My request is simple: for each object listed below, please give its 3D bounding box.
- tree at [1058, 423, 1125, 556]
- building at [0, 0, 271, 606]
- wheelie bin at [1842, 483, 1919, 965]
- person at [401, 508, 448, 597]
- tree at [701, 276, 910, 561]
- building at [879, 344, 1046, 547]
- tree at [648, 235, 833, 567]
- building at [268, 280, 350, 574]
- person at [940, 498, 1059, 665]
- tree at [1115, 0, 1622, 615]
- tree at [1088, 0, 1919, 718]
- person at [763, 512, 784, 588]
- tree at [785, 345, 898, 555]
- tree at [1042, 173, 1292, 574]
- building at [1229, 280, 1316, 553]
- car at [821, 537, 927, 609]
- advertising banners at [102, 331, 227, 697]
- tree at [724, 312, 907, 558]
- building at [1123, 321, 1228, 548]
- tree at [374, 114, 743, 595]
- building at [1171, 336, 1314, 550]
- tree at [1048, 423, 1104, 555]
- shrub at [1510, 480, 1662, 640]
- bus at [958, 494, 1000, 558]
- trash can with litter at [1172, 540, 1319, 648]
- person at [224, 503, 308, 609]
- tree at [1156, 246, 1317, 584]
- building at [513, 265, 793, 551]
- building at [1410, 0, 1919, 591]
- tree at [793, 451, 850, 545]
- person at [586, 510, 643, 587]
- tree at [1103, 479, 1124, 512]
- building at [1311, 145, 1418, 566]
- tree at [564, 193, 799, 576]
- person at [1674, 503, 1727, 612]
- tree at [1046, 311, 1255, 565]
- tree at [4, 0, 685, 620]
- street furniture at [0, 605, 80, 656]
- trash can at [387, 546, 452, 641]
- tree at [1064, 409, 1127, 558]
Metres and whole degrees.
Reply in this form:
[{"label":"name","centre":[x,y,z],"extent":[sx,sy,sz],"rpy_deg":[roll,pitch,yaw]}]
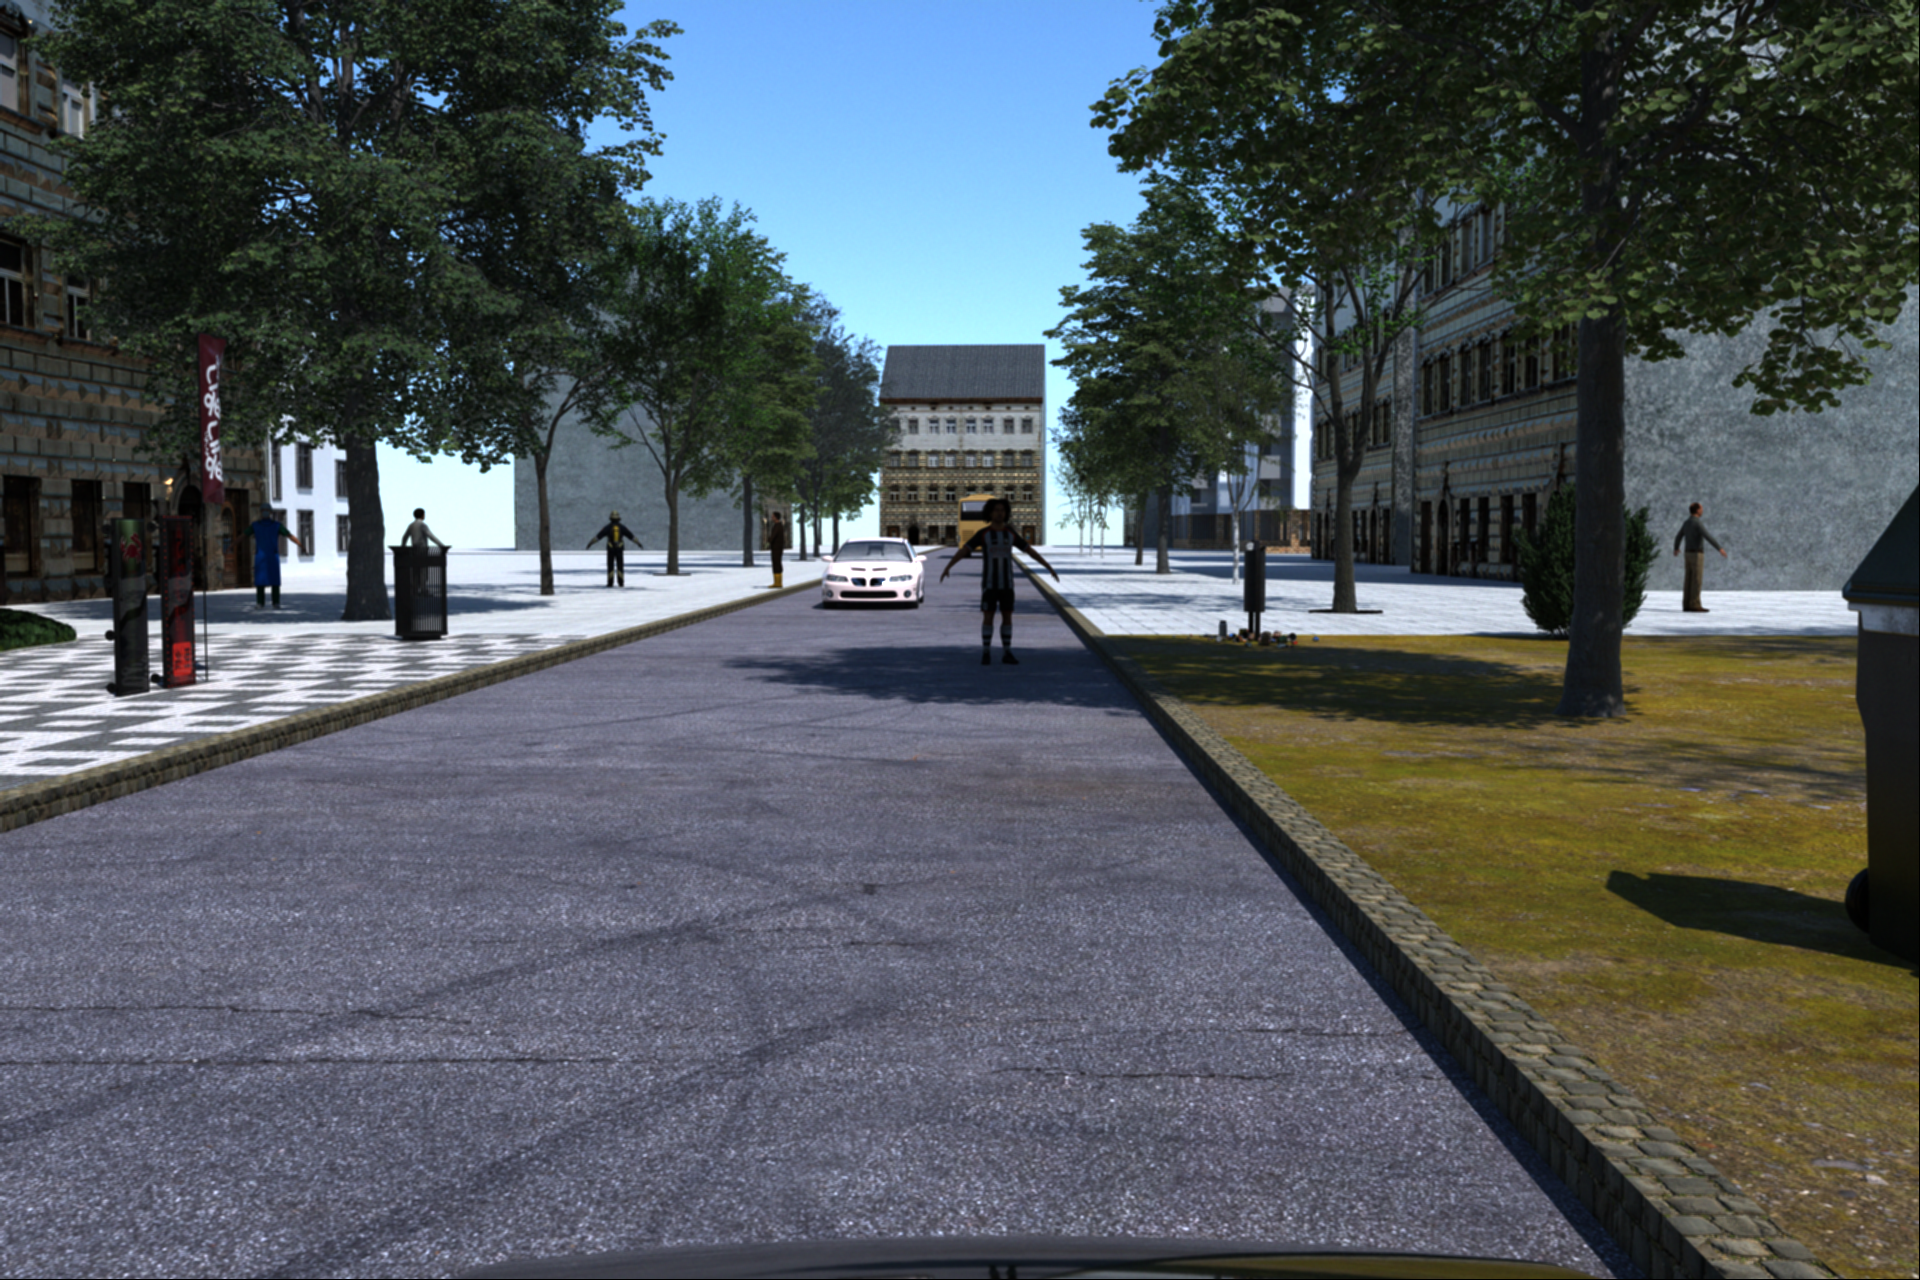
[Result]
[{"label":"tree","centre":[7.800,-9.112,99.344],"extent":[4.737,8.622,4.395],"rpy_deg":[0,3,0]},{"label":"building","centre":[-26.165,-12.317,32.304],"extent":[19.493,23.208,18.063],"rpy_deg":[0,4,2]},{"label":"wheelie bin","centre":[3.118,0.166,5.199],"extent":[0.693,1.594,0.980],"rpy_deg":[0,3,0]},{"label":"person","centre":[-10.989,-1.783,35.333],"extent":[1.347,1.806,0.705],"rpy_deg":[2,4,33]},{"label":"tree","centre":[-7.538,-10.518,82.335],"extent":[12.009,13.543,11.850],"rpy_deg":[0,3,0]},{"label":"building","centre":[0.723,-22.410,199.790],"extent":[18.063,23.208,19.493],"rpy_deg":[0,4,4]},{"label":"tree","centre":[-8.388,-9.046,66.033],"extent":[7.486,12.596,7.792],"rpy_deg":[0,3,0]},{"label":"building","centre":[-25.957,-7.173,59.430],"extent":[9.099,9.664,28.070],"rpy_deg":[0,3,0]},{"label":"person","centre":[0.421,-0.641,19.083],"extent":[1.345,1.843,0.704],"rpy_deg":[-1,4,-13]},{"label":"tree","centre":[6.387,-6.248,27.910],"extent":[9.928,11.665,9.643],"rpy_deg":[0,3,0]},{"label":"tree","centre":[4.466,-5.766,12.402],"extent":[7.486,12.596,7.792],"rpy_deg":[0,3,0]},{"label":"person","centre":[-4.371,-2.134,41.031],"extent":[0.704,1.812,1.346],"rpy_deg":[1,4,9]},{"label":"tree","centre":[-7.595,-11.378,104.153],"extent":[7.486,12.596,7.792],"rpy_deg":[0,3,0]},{"label":"tree","centre":[6.476,-8.338,54.451],"extent":[7.486,12.596,7.792],"rpy_deg":[0,3,0]},{"label":"building","centre":[25.457,-16.701,129.484],"extent":[16.016,20.090,11.380],"rpy_deg":[0,4,1]},{"label":"car","centre":[-1.693,-1.372,34.786],"extent":[2.083,1.381,4.827],"rpy_deg":[0,4,1]},{"label":"advertising banners","centre":[-6.578,-1.118,14.475],"extent":[0.090,3.025,2.074],"rpy_deg":[0,4,3]},{"label":"tree","centre":[-7.952,-11.231,93.998],"extent":[12.009,13.543,11.850],"rpy_deg":[0,3,0]},{"label":"building","centre":[25.928,-20.653,168.598],"extent":[19.493,23.208,18.063],"rpy_deg":[0,4,1]},{"label":"tree","centre":[-8.633,-6.236,36.370],"extent":[8.767,10.594,7.601],"rpy_deg":[0,4,1]},{"label":"building","centre":[24.160,-18.240,154.636],"extent":[16.016,20.090,11.380],"rpy_deg":[0,4,1]},{"label":"tree","centre":[7.350,-9.424,104.443],"extent":[4.360,8.622,3.978],"rpy_deg":[0,3,0]},{"label":"shrub","centre":[7.602,-1.041,21.063],"extent":[1.661,2.075,1.752],"rpy_deg":[0,3,0]},{"label":"bus","centre":[1.276,-7.034,106.549],"extent":[2.896,3.916,12.252],"rpy_deg":[0,4,1]},{"label":"trash can with litter","centre":[3.449,-0.581,20.550],"extent":[1.678,1.210,2.233],"rpy_deg":[0,4,1]},{"label":"person","centre":[-11.934,-1.449,29.822],"extent":[1.347,1.817,0.704],"rpy_deg":[-1,4,-16]},{"label":"tree","centre":[7.120,-5.745,44.288],"extent":[4.360,8.622,3.978],"rpy_deg":[0,3,0]},{"label":"building","centre":[-23.813,-18.781,137.997],"extent":[19.493,23.208,18.063],"rpy_deg":[0,4,2]},{"label":"building","centre":[23.951,-13.223,47.132],"extent":[19.493,23.208,18.063],"rpy_deg":[0,4,1]},{"label":"tree","centre":[-15.572,-17.087,197.495],"extent":[7.486,12.596,7.792],"rpy_deg":[0,3,0]},{"label":"person","centre":[-8.383,-2.221,42.090],"extent":[1.354,1.856,0.705],"rpy_deg":[-1,4,-17]},{"label":"tree","centre":[20.477,-17.701,199.778],"extent":[12.009,13.543,11.850],"rpy_deg":[0,3,0]},{"label":"building","centre":[26.979,-15.134,78.362],"extent":[19.493,23.208,18.063],"rpy_deg":[0,4,1]},{"label":"tree","centre":[-8.849,-7.799,53.262],"extent":[9.928,11.665,9.643],"rpy_deg":[0,3,0]},{"label":"person","centre":[12.113,-1.360,28.512],"extent":[0.705,1.796,1.348],"rpy_deg":[-1,4,-11]},{"label":"tree","centre":[7.492,-8.336,70.710],"extent":[8.767,10.594,7.601],"rpy_deg":[-2,4,-26]},{"label":"tree","centre":[-8.927,-7.271,25.540],"extent":[9.857,13.997,8.962],"rpy_deg":[0,3,0]},{"label":"street furniture","centre":[-11.434,-0.028,16.079],"extent":[5.734,0.657,10.072],"rpy_deg":[-1,4,-18]},{"label":"trash can","centre":[-6.523,-0.569,20.950],"extent":[0.748,1.137,0.748],"rpy_deg":[0,3,0]},{"label":"tree","centre":[7.565,-8.649,91.767],"extent":[4.360,8.622,3.978],"rpy_deg":[0,3,0]}]
